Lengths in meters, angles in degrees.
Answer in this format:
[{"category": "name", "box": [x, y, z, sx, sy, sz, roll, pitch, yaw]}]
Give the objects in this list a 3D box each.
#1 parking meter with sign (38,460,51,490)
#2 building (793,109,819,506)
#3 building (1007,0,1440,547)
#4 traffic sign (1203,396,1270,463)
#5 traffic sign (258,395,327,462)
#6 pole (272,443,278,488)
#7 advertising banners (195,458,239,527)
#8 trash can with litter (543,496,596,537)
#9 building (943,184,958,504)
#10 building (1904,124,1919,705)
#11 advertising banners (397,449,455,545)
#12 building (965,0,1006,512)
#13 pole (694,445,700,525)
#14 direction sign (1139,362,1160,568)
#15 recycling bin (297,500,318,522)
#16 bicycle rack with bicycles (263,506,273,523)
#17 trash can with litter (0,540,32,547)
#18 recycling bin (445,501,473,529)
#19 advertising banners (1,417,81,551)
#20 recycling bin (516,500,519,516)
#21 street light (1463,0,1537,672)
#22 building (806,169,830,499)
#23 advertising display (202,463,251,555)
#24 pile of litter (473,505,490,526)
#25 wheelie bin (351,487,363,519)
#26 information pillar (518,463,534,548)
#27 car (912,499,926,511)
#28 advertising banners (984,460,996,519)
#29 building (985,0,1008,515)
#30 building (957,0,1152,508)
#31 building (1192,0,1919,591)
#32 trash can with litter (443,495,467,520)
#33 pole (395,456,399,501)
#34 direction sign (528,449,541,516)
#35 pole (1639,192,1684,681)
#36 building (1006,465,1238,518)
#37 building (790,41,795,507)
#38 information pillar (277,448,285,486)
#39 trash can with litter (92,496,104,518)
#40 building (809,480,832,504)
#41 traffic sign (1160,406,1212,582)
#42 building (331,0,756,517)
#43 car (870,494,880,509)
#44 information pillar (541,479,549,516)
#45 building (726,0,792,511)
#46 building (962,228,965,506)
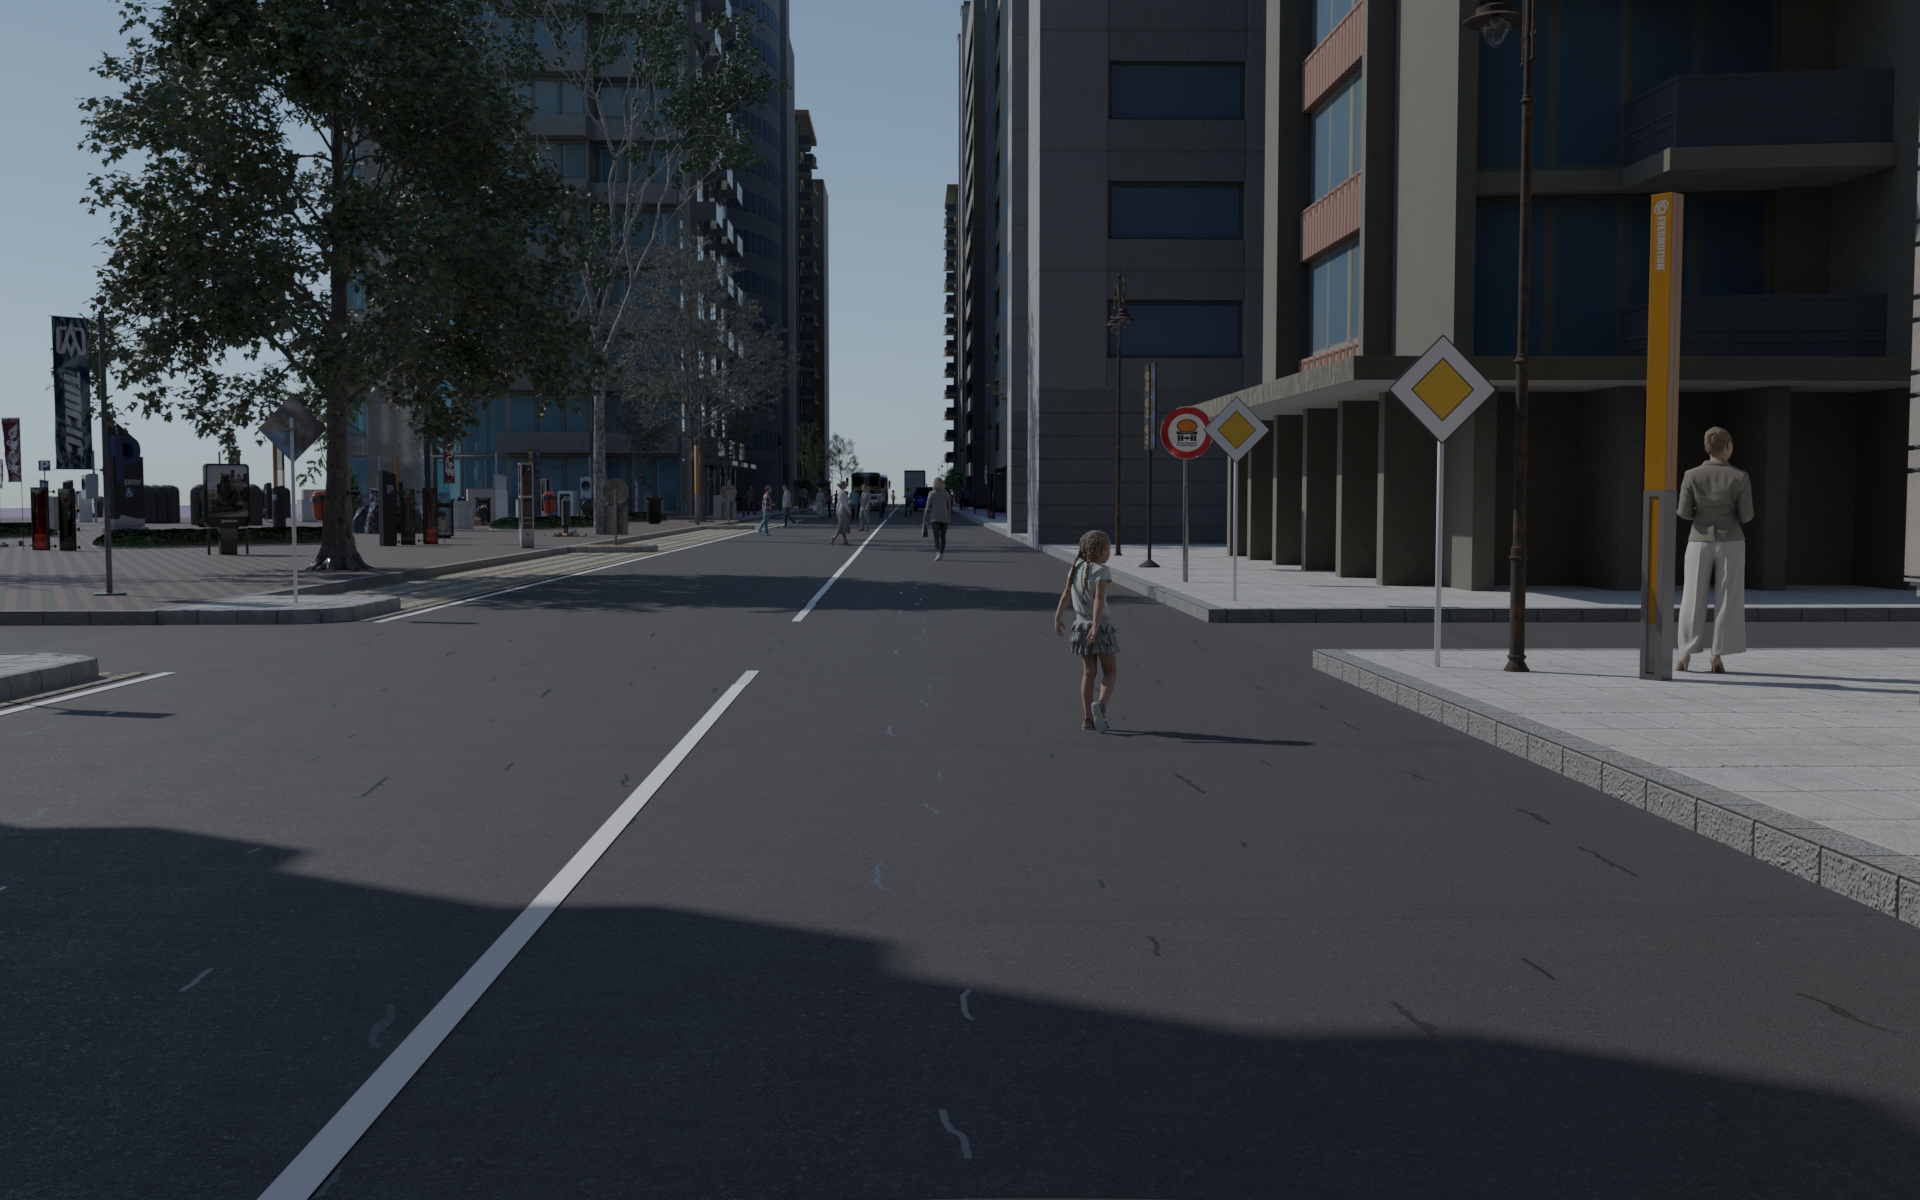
[{"category": "parking meter with sign", "box": [-47.604, -5.737, 90.064, 0.543, 3.016, 1.738, -2, 4, -30]}, {"category": "building", "box": [-27.258, -32.957, 193.471, 22.147, 44.769, 28.867, 0, 4, -2]}, {"category": "building", "box": [12.087, -31.495, 56.950, 21.231, 58.520, 28.212, 0, 4, -2]}, {"category": "traffic sign", "box": [3.322, -1.134, 20.731, 0.795, 2.593, 0.064, 0, 4, -2]}, {"category": "traffic sign", "box": [-7.868, -1.115, 20.423, 0.795, 2.593, 0.064, 0, 4, -2]}, {"category": "pole", "box": [-23.602, -4.030, 59.733, 0.158, 3.312, 0.155, 0, 3, 0]}, {"category": "advertising banners", "box": [-28.748, -4.343, 67.195, 0.090, 3.025, 2.074, 2, 4, 29]}, {"category": "trash can with litter", "box": [-11.814, -2.543, 52.642, 1.678, 1.210, 2.233, 0, 4, -5]}, {"category": "building", "box": [8.853, -35.816, 240.211, 22.147, 44.769, 28.867, 0, 4, -2]}, {"category": "building", "box": [11.071, -10.038, 0.277, 11.583, 22.565, 21.152, 0, 4, -2]}, {"category": "advertising banners", "box": [-13.568, -2.938, 44.230, 0.090, 3.025, 2.074, 2, 4, 29]}, {"category": "building", "box": [11.482, -32.748, 159.125, 21.300, 48.544, 21.600, 0, 4, -2]}, {"category": "pole", "box": [-10.993, -4.804, 72.389, 0.158, 3.312, 0.155, 0, 3, 0]}, {"category": "direction sign", "box": [3.316, -2.338, 30.227, 0.379, 3.537, 0.876, 0, 4, -6]}, {"category": "recycling bin", "box": [-29.778, -4.065, 79.023, 0.722, 1.027, 0.722, -3, 5, -41]}, {"category": "bicycle rack with bicycles", "box": [-31.814, -3.873, 76.709, 2.925, 0.926, 2.852, -2, 4, -26]}, {"category": "trash can with litter", "box": [-23.510, -1.895, 42.038, 1.678, 1.210, 2.233, 3, 5, 44]}, {"category": "recycling bin", "box": [-18.497, -3.146, 63.988, 0.722, 1.027, 0.722, 2, 4, 30]}, {"category": "advertising banners", "box": [-20.917, -2.642, 39.381, 2.074, 3.025, 0.090, 1, 4, 16]}, {"category": "recycling bin", "box": [-19.581, -4.000, 77.949, 0.722, 1.027, 0.722, -1, 4, -19]}, {"category": "street light", "box": [4.032, -2.421, 12.368, 0.468, 5.910, 1.993, 0, 4, -2]}, {"category": "building", "box": [-25.338, -36.048, 239.501, 14.600, 45.320, 14.200, 0, 4, -2]}, {"category": "advertising display", "box": [-15.479, -1.918, 36.579, 0.123, 1.923, 0.974, 3, 4, 39]}, {"category": "pile of litter", "box": [-19.556, -3.432, 70.074, 1.176, 0.858, 1.719, -1, 4, -23]}, {"category": "wheelie bin", "box": [-26.378, -4.122, 75.303, 0.693, 1.594, 0.980, 2, 4, 32]}, {"category": "information pillar", "box": [-10.279, -2.236, 41.046, 0.304, 2.012, 0.304, -2, 4, -24]}, {"category": "car", "box": [-3.313, -8.684, 152.200, 2.015, 1.641, 3.980, 0, 4, -1]}, {"category": "advertising banners", "box": [1.539, -5.691, 89.235, 0.090, 3.025, 2.074, -1, 4, -14]}, {"category": "building", "box": [9.043, -29.145, 126.628, 14.600, 45.320, 14.200, 0, 4, -2]}, {"category": "building", "box": [10.286, -40.893, 210.594, 21.231, 58.520, 28.212, 0, 4, -2]}, {"category": "building", "box": [19.012, -23.048, 31.462, 28.867, 44.769, 22.147, 0, 4, -2]}, {"category": "trash can with litter", "box": [-25.127, -4.581, 85.958, 2.233, 1.210, 1.678, -3, 5, -44]}, {"category": "pole", "box": [-30.460, -6.109, 93.722, 0.158, 3.312, 0.155, 0, 3, 0]}, {"category": "direction sign", "box": [-21.415, -5.819, 87.138, 0.876, 3.537, 0.379, 2, 4, 34]}, {"category": "pole", "box": [4.811, -1.103, 11.874, 0.158, 3.312, 0.155, 0, 3, 0]}, {"category": "building", "box": [9.265, -26.735, 87.222, 14.600, 45.320, 14.200, 0, 4, -2]}, {"category": "building", "box": [-22.610, -31.224, 160.618, 14.600, 45.320, 14.200, 0, 4, -2]}, {"category": "information pillar", "box": [-23.176, -4.147, 59.150, 0.183, 3.616, 0.504, -3, 5, -40]}, {"category": "trash can with litter", "box": [-46.745, -5.042, 93.819, 0.624, 1.170, 1.055, 0, 4, 6]}, {"category": "building", "box": [-32.769, -32.301, 220.003, 32.217, 40.220, 23.993, 0, 4, -2]}, {"category": "traffic sign", "box": [3.288, -1.534, 25.191, 0.768, 2.556, 0.104, 0, 4, 0]}, {"category": "building", "box": [-25.773, -29.990, 109.944, 23.786, 49.044, 30.456, 0, 4, -2]}, {"category": "car", "box": [-7.248, -8.287, 145.711, 2.015, 1.641, 3.980, 0, 4, -1]}, {"category": "information pillar", "box": [-20.157, -4.874, 84.185, 0.304, 2.012, 0.304, 1, 4, 19]}, {"category": "building", "box": [-25.086, -36.512, 138.966, 21.231, 58.520, 28.212, 0, 4, -2]}, {"category": "building", "box": [7.142, -25.559, 189.592, 14.160, 30.474, 14.107, 0, 4, -2]}]
